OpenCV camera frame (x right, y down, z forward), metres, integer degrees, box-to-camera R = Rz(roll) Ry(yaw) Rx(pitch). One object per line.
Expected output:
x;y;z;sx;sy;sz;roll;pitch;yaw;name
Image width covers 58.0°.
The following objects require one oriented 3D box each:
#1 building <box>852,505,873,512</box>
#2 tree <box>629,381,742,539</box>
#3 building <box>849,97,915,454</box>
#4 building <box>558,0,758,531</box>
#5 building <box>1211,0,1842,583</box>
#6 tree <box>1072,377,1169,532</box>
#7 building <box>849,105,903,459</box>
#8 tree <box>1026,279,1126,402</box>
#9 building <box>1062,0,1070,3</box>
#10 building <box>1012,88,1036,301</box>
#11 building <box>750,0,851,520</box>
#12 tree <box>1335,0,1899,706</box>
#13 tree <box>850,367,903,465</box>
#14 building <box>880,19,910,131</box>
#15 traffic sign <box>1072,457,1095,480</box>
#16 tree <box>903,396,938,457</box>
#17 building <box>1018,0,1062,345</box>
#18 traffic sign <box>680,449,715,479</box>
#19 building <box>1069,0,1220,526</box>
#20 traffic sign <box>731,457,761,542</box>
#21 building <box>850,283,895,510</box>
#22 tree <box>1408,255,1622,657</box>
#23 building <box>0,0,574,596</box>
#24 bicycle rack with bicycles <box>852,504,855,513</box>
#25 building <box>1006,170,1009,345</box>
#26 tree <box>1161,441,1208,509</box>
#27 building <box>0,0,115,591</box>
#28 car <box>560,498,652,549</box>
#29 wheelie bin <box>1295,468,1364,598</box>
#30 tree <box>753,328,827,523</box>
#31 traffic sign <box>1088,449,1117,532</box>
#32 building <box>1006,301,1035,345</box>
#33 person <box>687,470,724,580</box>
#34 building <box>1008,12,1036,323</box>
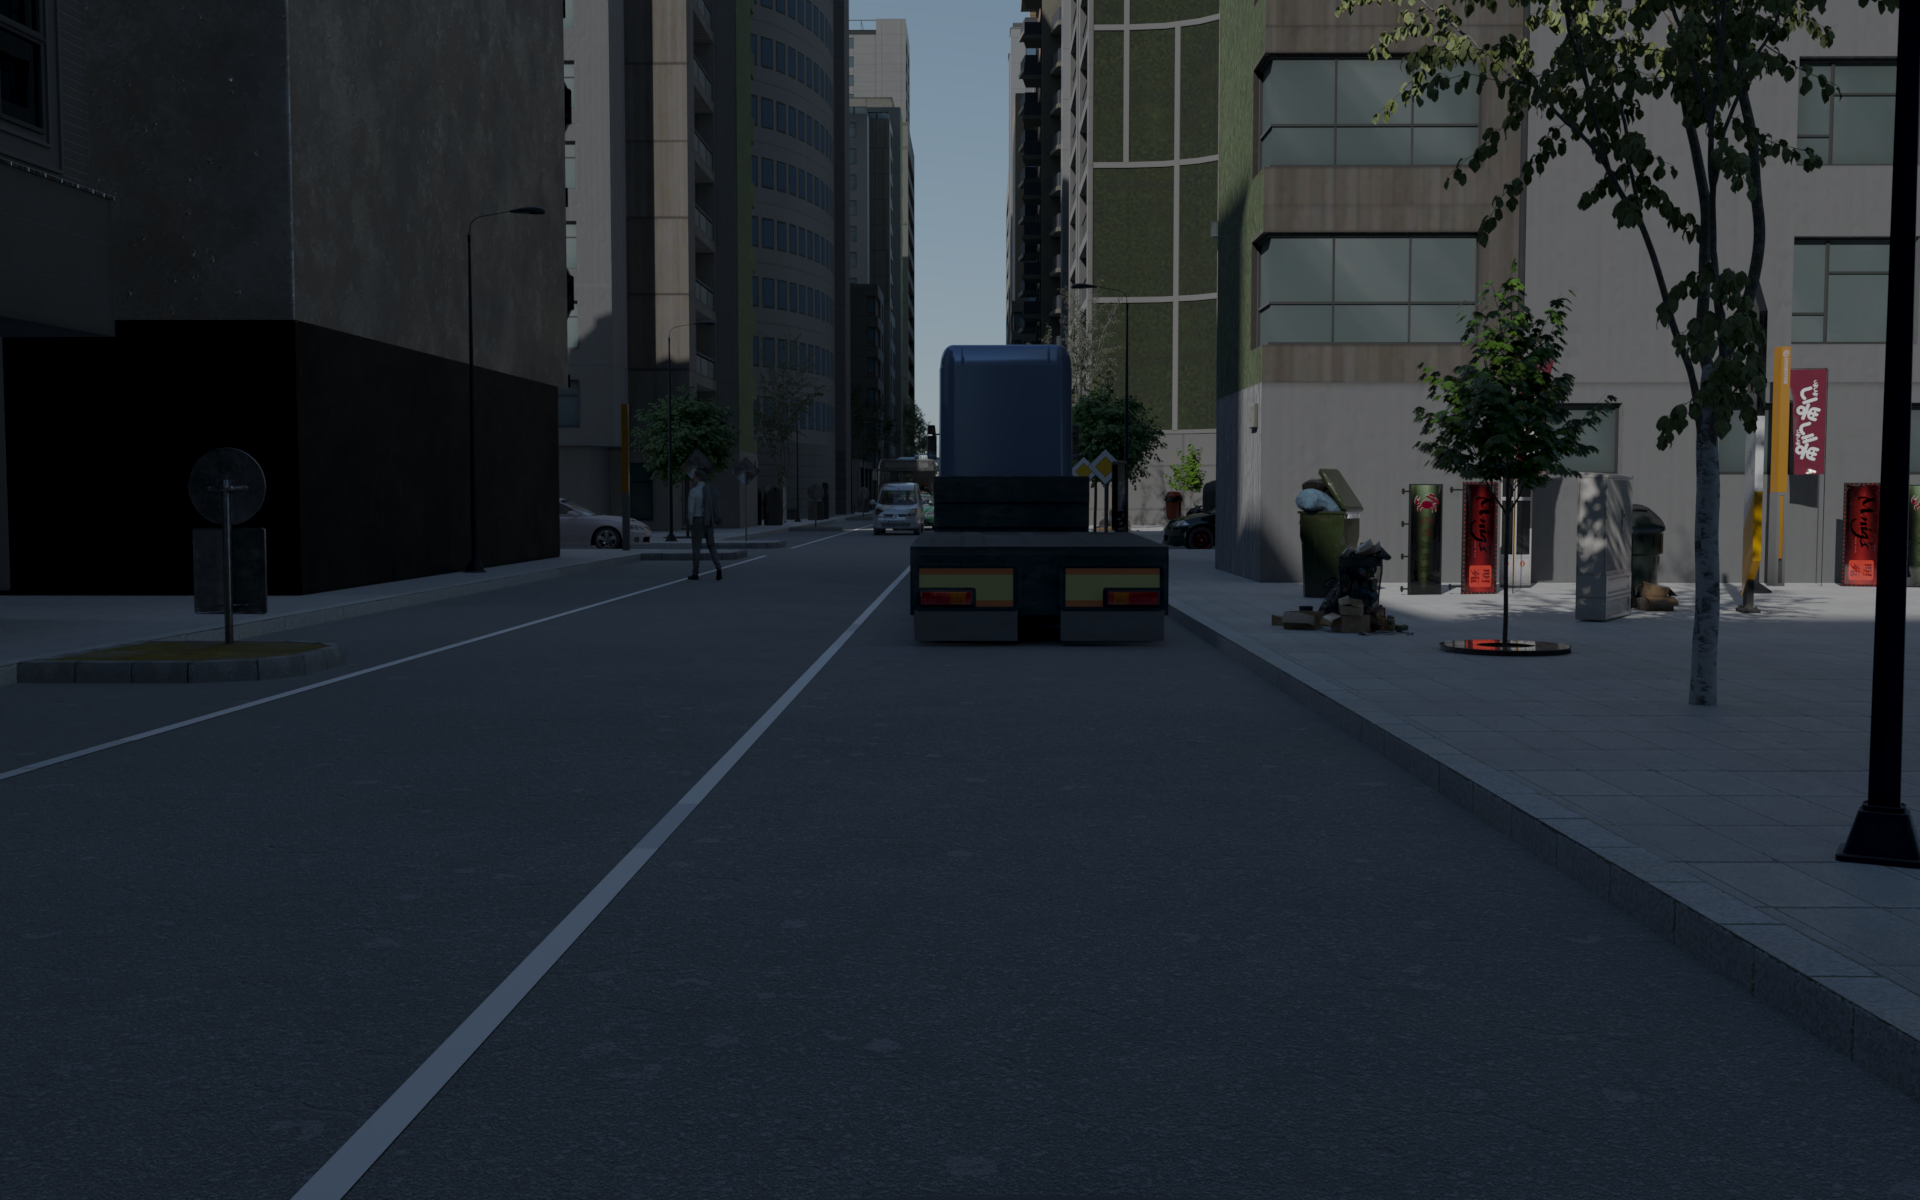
-17.179;-42.361;130.858;20.563;71.187;20.611;0;4;1;building
-8.041;-4.086;50.512;4.285;4.588;4.351;0;3;0;tree
-16.676;-36.201;215.586;21.300;48.544;21.600;0;4;1;building
-15.220;-23.114;61.514;14.154;41.232;14.086;0;4;1;building
11.432;-15.853;30.905;14.160;30.474;14.107;0;4;1;building
4.160;-4.216;52.639;4.285;4.588;4.351;0;3;0;tree
-13.176;-30.232;177.891;14.154;41.232;14.086;0;4;1;building
3.888;-6.674;59.480;4.360;8.622;3.978;0;3;0;tree
16.700;-34.482;105.781;21.231;58.520;28.212;0;4;1;building
12.791;-33.025;190.067;14.600;45.320;14.200;0;4;1;building
-17.680;-33.887;96.056;21.231;58.520;28.212;0;4;1;building
4.301;-3.667;10.313;4.737;8.622;4.395;0;3;0;tree
-8.067;-11.212;117.721;8.767;10.594;7.601;0;4;-6;tree
-15.855;-50.664;266.608;20.563;71.187;20.611;0;4;1;building
3.324;-2.626;46.577;0.795;2.450;0.064;0;4;1;traffic sign
-6.747;-17.204;198.291;9.611;12.733;9.660;0;3;0;tree
15.887;-29.629;139.058;22.147;44.769;28.867;0;4;1;building
-5.858;-2.145;38.714;0.795;2.450;0.064;0;4;1;traffic sign
13.208;-38.827;73.080;20.563;71.187;20.611;0;4;1;building
-5.769;-2.633;46.699;0.795;2.450;0.064;0;4;1;traffic sign
-20.408;-19.088;157.120;27.650;21.520;28.899;0;4;1;building
4.588;-1.193;14.103;1.663;3.219;1.824;0;3;0;tree
-16.563;-9.922;29.679;16.811;18.784;16.820;0;4;1;building
-8.034;-6.207;114.867;2.852;0.926;2.925;3;5;43;bicycle rack with bicycles
17.317;-37.992;244.877;21.300;48.544;21.600;0;4;1;building
8.156;-4.041;60.672;1.663;3.219;1.824;0;3;0;tree
-15.358;-12.944;5.148;14.314;27.812;24.014;0;4;1;building
-10.197;-1.911;43.608;4.827;1.381;2.083;0;4;-1;car
4.570;-0.832;21.518;0.693;1.594;0.980;2;4;32;wheelie bin
-7.921;-7.672;75.802;4.360;8.622;3.978;0;3;0;tree
3.235;-2.138;38.592;0.795;2.450;0.064;0;4;1;traffic sign
18.585;-19.828;169.219;27.650;21.520;28.899;0;4;1;building
-4.234;-1.238;28.836;0.679;1.850;0.850;-3;5;-42;person
16.641;-41.425;219.297;21.231;58.520;28.212;0;4;1;building
